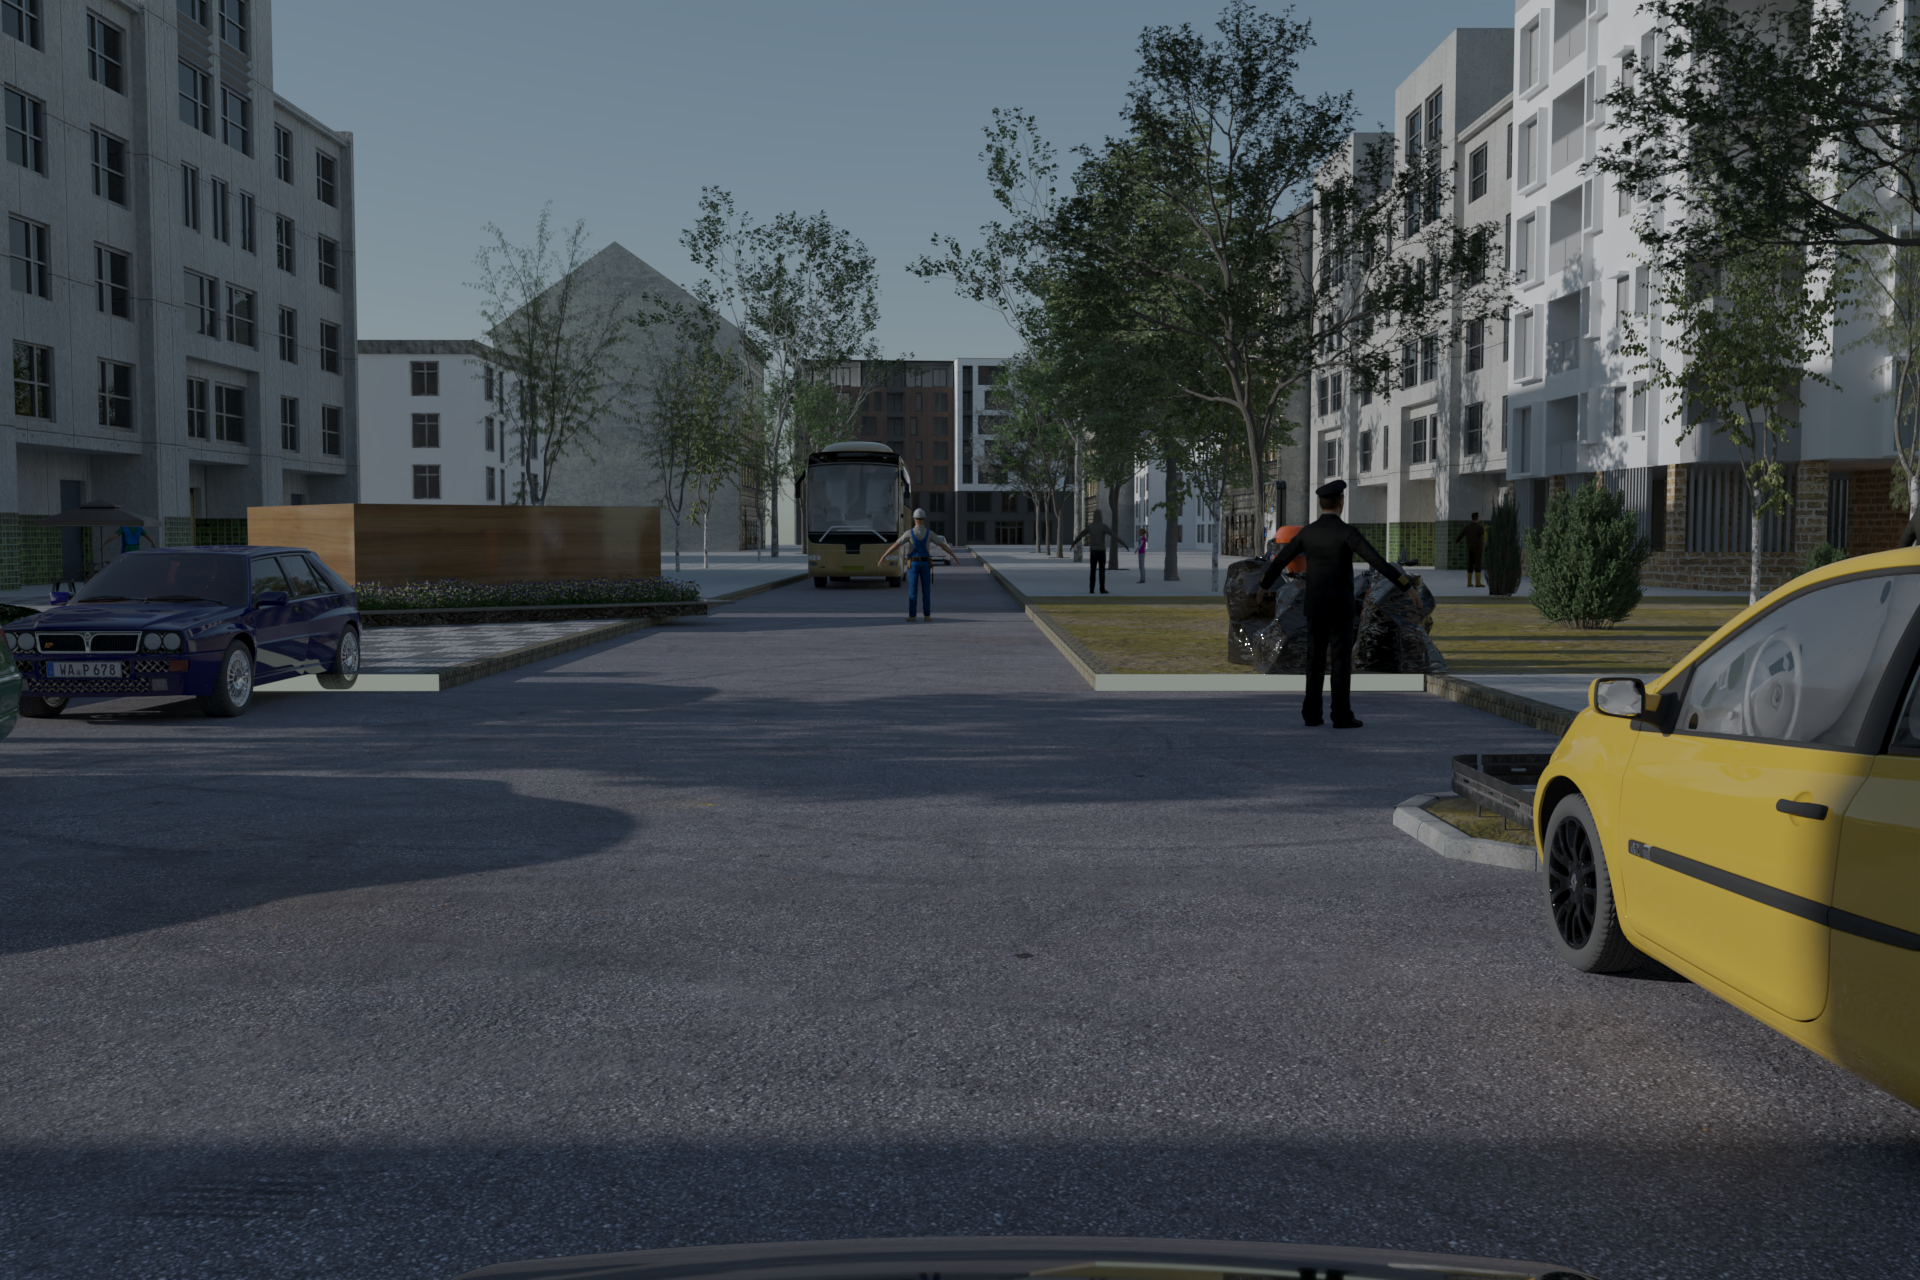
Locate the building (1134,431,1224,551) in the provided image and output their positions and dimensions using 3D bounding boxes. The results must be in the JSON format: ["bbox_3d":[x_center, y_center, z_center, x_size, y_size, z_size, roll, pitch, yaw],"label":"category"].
[{"bbox_3d":[20.590,-12.511,146.696,9.099,9.664,28.070,0,3,0],"label":"building"}]

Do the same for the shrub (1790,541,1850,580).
[{"bbox_3d":[11.388,-0.715,22.808,1.383,1.207,1.383,0,3,0],"label":"shrub"}]

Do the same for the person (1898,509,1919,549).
[{"bbox_3d":[8.423,-0.538,14.869,0.705,1.821,1.348,0,4,-5],"label":"person"}]

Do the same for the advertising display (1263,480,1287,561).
[{"bbox_3d":[3.847,-0.979,21.227,0.123,1.923,0.974,0,4,1],"label":"advertising display"}]

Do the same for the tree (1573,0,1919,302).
[{"bbox_3d":[8.672,-4.878,14.174,7.601,10.594,8.767,2,4,27],"label":"tree"}]

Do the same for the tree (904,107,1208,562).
[{"bbox_3d":[4.005,-13.619,78.552,12.611,20.169,13.585,0,3,0],"label":"tree"}]

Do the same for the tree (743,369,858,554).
[{"bbox_3d":[-9.974,-11.239,109.509,9.928,11.665,9.643,0,3,0],"label":"tree"}]

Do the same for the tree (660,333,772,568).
[{"bbox_3d":[-9.343,-6.993,64.693,4.737,8.622,4.395,0,3,0],"label":"tree"}]

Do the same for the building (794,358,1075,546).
[{"bbox_3d":[-3.965,-22.414,212.907,32.646,21.610,27.936,0,4,-6],"label":"building"}]

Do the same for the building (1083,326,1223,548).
[{"bbox_3d":[22.249,-20.877,172.275,19.493,23.208,18.063,0,3,0],"label":"building"}]

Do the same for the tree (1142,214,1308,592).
[{"bbox_3d":[5.773,-5.399,38.643,4.737,8.622,4.395,0,3,0],"label":"tree"}]

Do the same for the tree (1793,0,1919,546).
[{"bbox_3d":[12.817,-4.476,23.549,4.360,8.622,3.978,0,3,0],"label":"tree"}]

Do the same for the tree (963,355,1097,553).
[{"bbox_3d":[5.251,-12.660,117.364,12.009,13.543,11.850,0,3,0],"label":"tree"}]

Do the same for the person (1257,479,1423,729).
[{"bbox_3d":[2.764,-0.274,12.870,1.347,1.837,0.705,3,5,40],"label":"person"}]

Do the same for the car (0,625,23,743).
[{"bbox_3d":[-6.205,0.245,7.790,2.131,1.459,4.920,0,4,0],"label":"car"}]

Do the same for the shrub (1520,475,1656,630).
[{"bbox_3d":[8.472,-1.185,23.408,1.661,2.075,1.752,0,3,0],"label":"shrub"}]

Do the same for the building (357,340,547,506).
[{"bbox_3d":[-25.703,-8.978,88.933,9.099,9.664,28.070,0,4,-1],"label":"building"}]

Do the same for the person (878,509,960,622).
[{"bbox_3d":[-0.664,-1.226,28.365,1.347,1.847,0.705,0,4,-6],"label":"person"}]

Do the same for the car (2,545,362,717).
[{"bbox_3d":[-6.506,-0.134,14.770,1.945,1.354,3.894,0,3,0],"label":"car"}]

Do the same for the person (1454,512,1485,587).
[{"bbox_3d":[12.466,-2.186,41.871,0.704,1.812,1.346,-3,4,-38],"label":"person"}]

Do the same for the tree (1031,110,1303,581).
[{"bbox_3d":[5.392,-7.903,47.345,7.486,12.596,7.792,0,3,0],"label":"tree"}]

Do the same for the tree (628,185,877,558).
[{"bbox_3d":[-11.272,-14.636,95.192,12.611,20.169,13.585,0,3,0],"label":"tree"}]

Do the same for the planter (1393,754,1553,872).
[{"bbox_3d":[3.135,0.793,8.169,1.991,0.319,1.994,0,4,-1],"label":"planter"}]

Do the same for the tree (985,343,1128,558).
[{"bbox_3d":[5.226,-10.161,91.889,9.928,11.665,9.643,0,3,0],"label":"tree"}]

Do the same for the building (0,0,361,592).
[{"bbox_3d":[-29.845,-10.992,46.177,16.747,18.905,31.486,0,4,0],"label":"building"}]

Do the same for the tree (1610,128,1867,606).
[{"bbox_3d":[13.927,-4.905,30.552,4.737,8.622,4.395,0,3,0],"label":"tree"}]

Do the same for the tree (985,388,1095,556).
[{"bbox_3d":[4.954,-10.303,102.874,7.601,10.594,8.767,-2,4,-24],"label":"tree"}]

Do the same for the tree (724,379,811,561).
[{"bbox_3d":[-9.899,-8.123,83.169,4.360,8.622,3.978,0,3,0],"label":"tree"}]

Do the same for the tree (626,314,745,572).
[{"bbox_3d":[-9.709,-6.616,58.538,4.360,8.622,3.978,0,3,0],"label":"tree"}]

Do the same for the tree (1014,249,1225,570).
[{"bbox_3d":[5.525,-8.289,61.282,9.928,11.665,9.643,0,3,0],"label":"tree"}]

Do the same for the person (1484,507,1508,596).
[{"bbox_3d":[11.269,-1.864,36.240,0.705,1.858,1.354,-1,4,-9],"label":"person"}]

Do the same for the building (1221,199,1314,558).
[{"bbox_3d":[25.069,-16.135,94.732,19.493,23.208,18.063,0,4,0],"label":"building"}]

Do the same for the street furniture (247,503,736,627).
[{"bbox_3d":[-8.813,-1.220,26.793,9.812,1.723,11.010,-3,5,-40],"label":"street furniture"}]

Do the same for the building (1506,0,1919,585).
[{"bbox_3d":[21.828,-11.892,50.847,16.016,20.090,11.380,0,4,0],"label":"building"}]

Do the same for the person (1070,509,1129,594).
[{"bbox_3d":[2.976,-1.905,37.279,1.348,1.813,0.705,1,4,23],"label":"person"}]

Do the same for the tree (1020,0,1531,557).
[{"bbox_3d":[5.156,-5.790,29.084,8.767,10.594,7.601,0,4,5],"label":"tree"}]

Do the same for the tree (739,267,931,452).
[{"bbox_3d":[-8.596,-16.252,121.601,12.611,20.169,13.585,0,3,0],"label":"tree"}]

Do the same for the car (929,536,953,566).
[{"bbox_3d":[-1.372,-4.152,80.242,2.083,1.381,4.827,0,4,-1],"label":"car"}]

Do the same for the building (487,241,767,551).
[{"bbox_3d":[-25.968,-18.874,139.515,19.493,23.208,18.063,0,4,-1],"label":"building"}]

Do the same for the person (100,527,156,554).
[{"bbox_3d":[-19.389,-2.100,40.457,0.704,1.817,1.347,2,4,35],"label":"person"}]

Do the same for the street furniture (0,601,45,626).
[{"bbox_3d":[-12.305,-0.093,17.144,5.734,0.657,10.072,-1,4,-13],"label":"street furniture"}]

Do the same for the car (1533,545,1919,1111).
[{"bbox_3d":[2.855,0.349,4.520,2.015,1.641,3.980,0,4,0],"label":"car"}]

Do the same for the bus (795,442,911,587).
[{"bbox_3d":[-2.776,-3.561,49.775,2.896,3.916,12.252,0,4,-1],"label":"bus"}]

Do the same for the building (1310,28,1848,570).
[{"bbox_3d":[25.662,-12.409,69.346,16.747,18.905,31.486,0,3,0],"label":"building"}]

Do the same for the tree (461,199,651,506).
[{"bbox_3d":[-9.641,-5.411,38.830,4.360,8.622,3.978,0,3,0],"label":"tree"}]

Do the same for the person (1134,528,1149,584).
[{"bbox_3d":[4.671,-2.187,45.028,0.599,1.433,0.991,1,4,17],"label":"person"}]

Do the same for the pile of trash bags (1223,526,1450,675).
[{"bbox_3d":[3.581,-0.464,17.339,1.912,1.369,3.447,0,4,-1],"label":"pile of trash bags"}]
